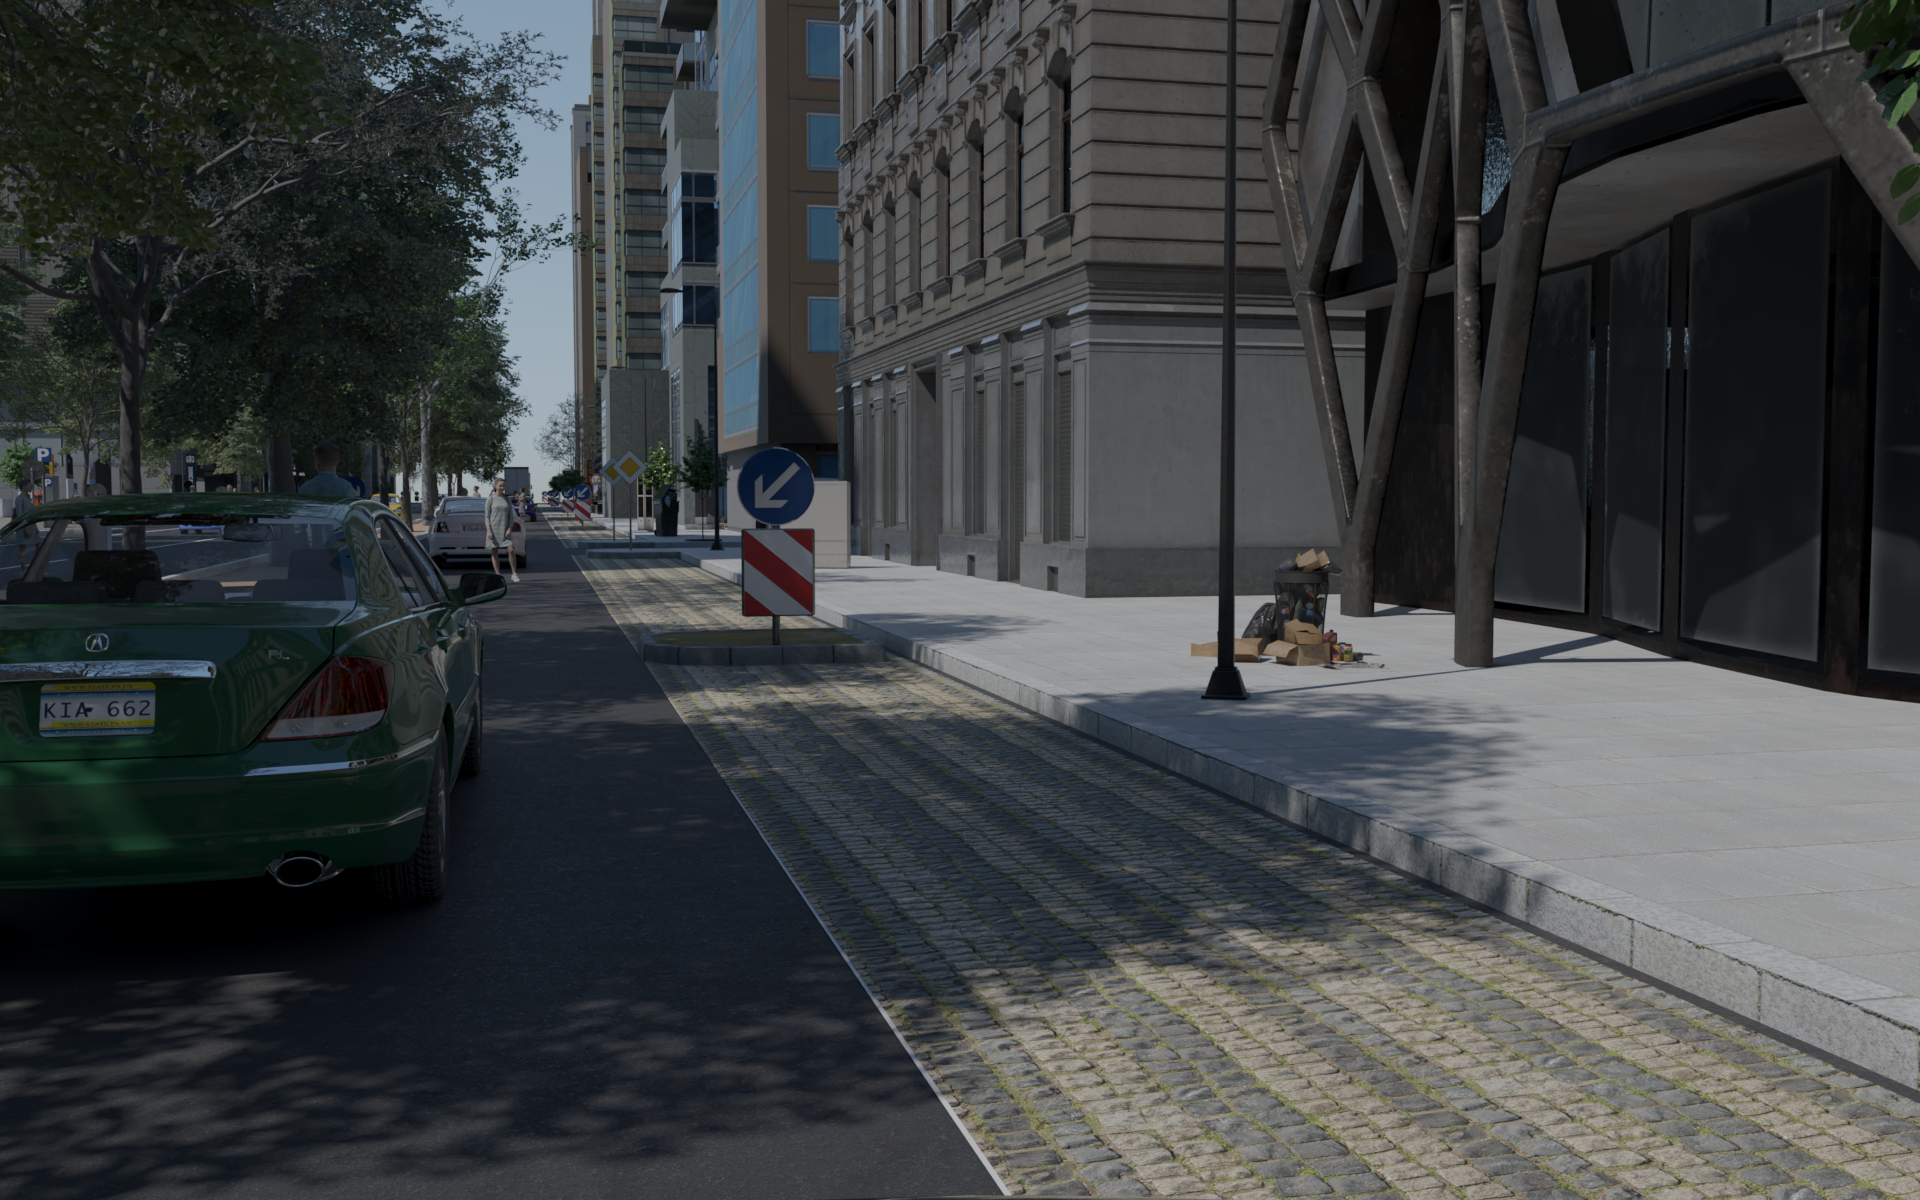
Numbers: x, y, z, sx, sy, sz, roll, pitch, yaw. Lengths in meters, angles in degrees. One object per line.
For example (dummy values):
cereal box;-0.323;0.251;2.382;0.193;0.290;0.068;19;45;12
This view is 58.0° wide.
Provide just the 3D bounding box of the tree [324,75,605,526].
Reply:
tree;-22.551;-13.350;76.612;12.611;20.169;13.585;0;3;0

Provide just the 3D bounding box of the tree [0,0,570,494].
tree;-9.958;-6.587;20.520;12.009;13.543;11.850;0;3;0

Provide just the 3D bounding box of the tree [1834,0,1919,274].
tree;3.383;-1.224;3.723;4.285;4.588;4.351;0;3;0

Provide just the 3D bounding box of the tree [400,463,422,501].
tree;-84.597;-19.380;267.220;4.360;8.622;3.978;0;3;0

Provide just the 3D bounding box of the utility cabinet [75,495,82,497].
utility cabinet;-45.068;-4.743;88.702;0.306;1.237;1.020;-3;4;-37

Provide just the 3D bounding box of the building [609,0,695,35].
building;-19.501;-27.435;132.161;14.154;41.232;14.086;-1;4;-14

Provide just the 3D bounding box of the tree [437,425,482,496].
tree;-31.136;-9.377;106.135;4.737;8.622;4.395;0;3;0

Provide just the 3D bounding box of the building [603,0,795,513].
building;-22.562;-30.334;146.068;14.600;45.320;14.200;-1;4;-14

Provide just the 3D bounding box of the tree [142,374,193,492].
tree;-46.317;-9.210;100.946;4.737;8.622;4.395;0;3;0

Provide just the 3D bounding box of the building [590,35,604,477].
building;-26.705;-29.120;159.712;14.154;41.232;14.086;-1;4;-14

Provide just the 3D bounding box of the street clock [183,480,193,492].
street clock;-40.819;-5.324;91.614;0.471;2.002;0.358;-2;4;-30

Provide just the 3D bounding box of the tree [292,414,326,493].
tree;-51.607;-11.328;135.571;4.737;8.622;4.395;0;3;0

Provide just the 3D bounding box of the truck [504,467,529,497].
truck;-46.718;-11.832;182.364;2.839;4.237;11.283;-1;4;-15

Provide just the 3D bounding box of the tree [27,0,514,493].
tree;-13.308;-7.623;33.756;9.857;13.997;8.962;0;3;0

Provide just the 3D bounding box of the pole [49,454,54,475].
pole;-46.151;-5.763;88.070;0.158;3.312;0.155;0;3;0

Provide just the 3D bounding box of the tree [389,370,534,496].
tree;-33.039;-11.906;114.125;9.611;12.733;9.660;0;3;0

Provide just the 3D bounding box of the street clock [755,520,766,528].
street clock;-4.218;-1.963;36.663;0.471;2.002;0.358;-3;4;-38

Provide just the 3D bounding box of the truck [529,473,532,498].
truck;-58.796;-14.871;232.048;2.839;4.237;11.283;-1;4;-13

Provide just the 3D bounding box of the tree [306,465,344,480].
tree;-58.886;-10.820;160.614;4.285;4.588;4.351;0;3;0

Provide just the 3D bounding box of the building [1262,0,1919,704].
building;11.831;-8.922;13.324;16.820;18.784;16.811;-1;4;-14

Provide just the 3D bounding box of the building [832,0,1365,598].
building;3.939;-11.088;30.435;9.793;20.994;18.267;-1;4;-14

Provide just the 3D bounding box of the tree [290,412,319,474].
tree;-50.622;-11.035;130.780;4.360;8.622;3.978;0;3;0

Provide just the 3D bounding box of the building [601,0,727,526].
building;-6.017;-47.226;84.821;22.319;86.520;31.000;-1;4;-14

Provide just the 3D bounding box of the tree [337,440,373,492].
tree;-62.890;-14.047;180.023;4.360;8.622;3.978;0;3;0

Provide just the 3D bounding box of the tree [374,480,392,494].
tree;-73.244;-13.762;219.608;1.663;3.219;1.824;0;3;0

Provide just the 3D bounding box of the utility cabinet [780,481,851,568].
utility cabinet;-2.488;-1.295;29.851;1.173;1.500;0.318;0;4;8

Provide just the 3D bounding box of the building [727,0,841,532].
building;-0.063;-24.763;54.983;14.200;45.320;14.600;-1;4;-14

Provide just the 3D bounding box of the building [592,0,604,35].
building;-27.449;-39.079;180.947;21.231;58.520;28.212;-1;4;-14

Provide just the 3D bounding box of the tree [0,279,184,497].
tree;-36.454;-8.437;72.353;7.601;10.594;8.767;0;4;-6

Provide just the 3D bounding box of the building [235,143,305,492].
building;-71.871;-32.592;152.479;23.786;49.044;30.456;-1;4;-14

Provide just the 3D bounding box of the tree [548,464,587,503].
tree;-42.265;-12.521;188.424;4.285;4.588;4.351;0;3;0

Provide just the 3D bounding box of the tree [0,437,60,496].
tree;-53.666;-7.087;99.590;4.285;4.588;4.351;0;3;0

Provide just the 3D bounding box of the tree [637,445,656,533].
tree;-10.129;-3.883;58.089;1.663;3.219;1.824;0;3;0

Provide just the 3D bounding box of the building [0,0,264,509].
building;-66.596;-32.699;123.874;28.713;52.752;27.495;-1;4;-14

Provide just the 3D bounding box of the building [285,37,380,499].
building;-86.882;-41.558;221.475;21.231;58.520;28.212;-1;4;-14

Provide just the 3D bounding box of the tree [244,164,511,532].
tree;-18.095;-7.691;53.962;9.928;11.665;9.643;0;3;0

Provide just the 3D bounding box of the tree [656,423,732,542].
tree;-7.108;-3.204;46.987;1.663;3.219;1.824;0;3;0

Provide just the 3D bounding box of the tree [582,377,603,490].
tree;-20.531;-9.322;102.784;4.360;8.622;3.978;0;3;0

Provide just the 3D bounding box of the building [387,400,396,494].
building;-93.680;-43.245;249.062;21.231;58.520;28.212;-1;4;-14

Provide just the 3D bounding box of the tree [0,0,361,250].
tree;-7.617;-5.530;11.002;7.486;12.596;7.792;0;3;0

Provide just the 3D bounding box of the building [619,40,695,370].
building;-15.576;-21.033;115.586;14.160;30.474;14.107;-1;4;-14
